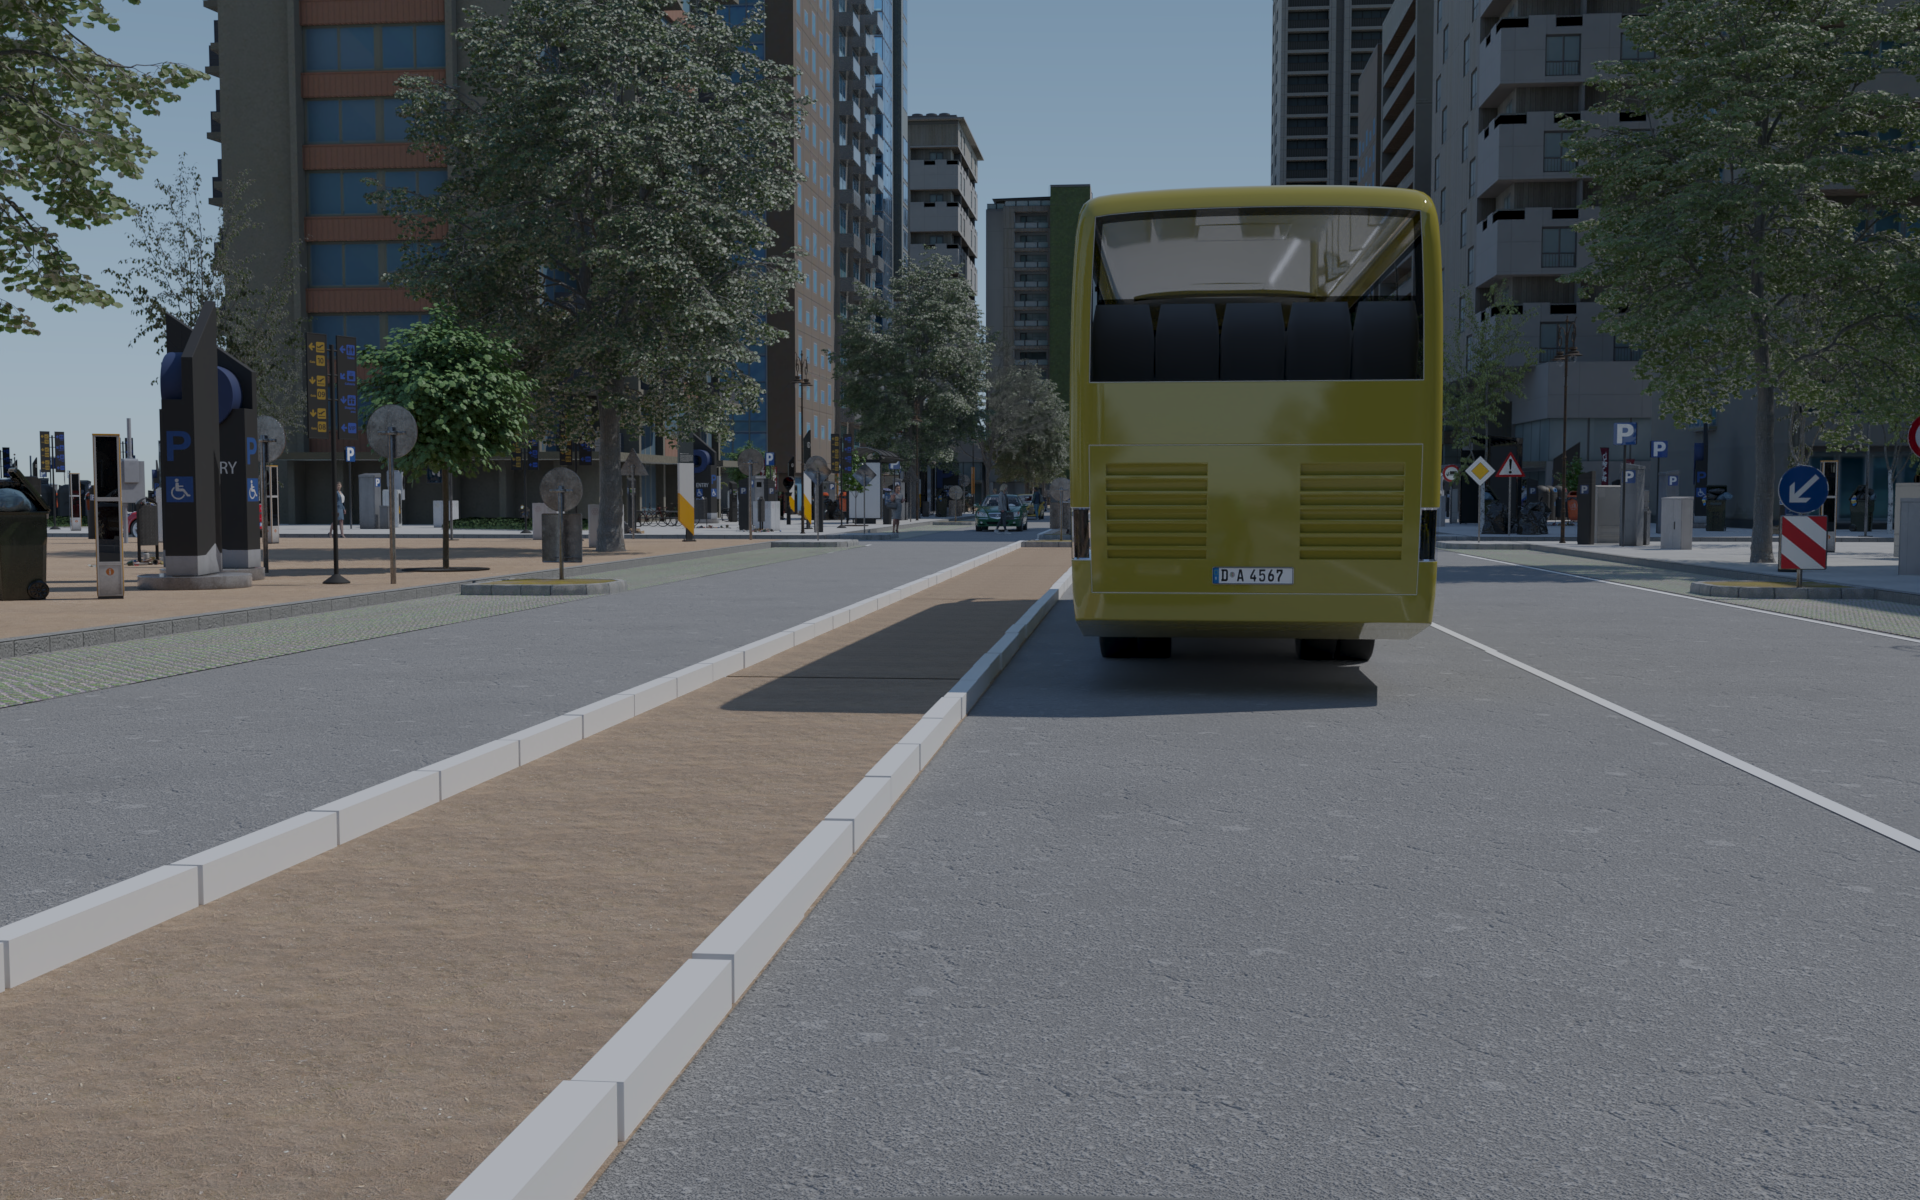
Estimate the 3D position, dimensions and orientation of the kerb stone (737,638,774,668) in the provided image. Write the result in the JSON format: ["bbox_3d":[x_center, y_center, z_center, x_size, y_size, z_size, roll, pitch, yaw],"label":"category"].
[{"bbox_3d":[-1.763,0.461,14.651,0.120,0.150,1.000,0,4,6],"label":"kerb stone"}]

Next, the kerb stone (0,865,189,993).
[{"bbox_3d":[-2.740,1.022,5.483,0.120,0.150,1.000,0,4,6],"label":"kerb stone"}]

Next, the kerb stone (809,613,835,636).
[{"bbox_3d":[-1.451,0.274,17.719,0.120,0.150,1.000,0,4,6],"label":"kerb stone"}]

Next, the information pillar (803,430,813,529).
[{"bbox_3d":[-5.570,-4.381,62.985,0.183,3.616,0.504,2,4,28],"label":"information pillar"}]

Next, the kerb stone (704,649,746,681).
[{"bbox_3d":[-1.879,0.524,13.632,0.120,0.150,1.000,0,4,6],"label":"kerb stone"}]

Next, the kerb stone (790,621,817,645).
[{"bbox_3d":[-1.556,0.340,16.699,0.120,0.150,1.000,0,4,6],"label":"kerb stone"}]

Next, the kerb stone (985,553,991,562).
[{"bbox_3d":[0.485,-0.848,36.068,0.120,0.150,1.000,0,4,6],"label":"kerb stone"}]

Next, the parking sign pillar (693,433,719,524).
[{"bbox_3d":[-11.255,-5.332,75.652,1.447,3.967,1.447,2,4,31],"label":"parking sign pillar"}]

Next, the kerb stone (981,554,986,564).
[{"bbox_3d":[0.380,-0.786,35.052,0.120,0.150,1.000,0,4,6],"label":"kerb stone"}]

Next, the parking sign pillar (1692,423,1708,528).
[{"bbox_3d":[27.951,-4.701,65.330,1.447,3.967,1.447,1,4,21],"label":"parking sign pillar"}]

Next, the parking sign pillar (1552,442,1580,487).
[{"bbox_3d":[31.241,-6.169,89.334,1.447,3.967,1.447,1,4,11],"label":"parking sign pillar"}]

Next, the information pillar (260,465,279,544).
[{"bbox_3d":[-17.786,-2.455,44.638,0.304,2.012,0.304,1,4,15],"label":"information pillar"}]

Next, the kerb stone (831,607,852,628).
[{"bbox_3d":[-1.340,0.212,18.736,0.120,0.150,1.000,0,4,6],"label":"kerb stone"}]

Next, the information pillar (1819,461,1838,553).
[{"bbox_3d":[19.090,-2.055,38.090,0.304,2.012,0.304,1,4,17],"label":"information pillar"}]

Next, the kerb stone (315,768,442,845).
[{"bbox_3d":[-2.522,0.897,7.523,0.120,0.150,1.000,0,4,6],"label":"kerb stone"}]

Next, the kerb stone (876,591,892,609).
[{"bbox_3d":[-1.016,0.025,21.788,0.120,0.150,1.000,0,4,6],"label":"kerb stone"}]

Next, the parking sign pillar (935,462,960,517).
[{"bbox_3d":[-0.718,-6.751,98.850,1.447,3.967,1.447,0,4,5],"label":"parking sign pillar"}]

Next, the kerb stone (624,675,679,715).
[{"bbox_3d":[-2.090,0.648,11.593,0.120,0.150,1.000,0,4,6],"label":"kerb stone"}]

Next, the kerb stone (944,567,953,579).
[{"bbox_3d":[-0.269,-0.411,28.926,0.120,0.150,1.000,0,4,6],"label":"kerb stone"}]

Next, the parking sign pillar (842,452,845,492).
[{"bbox_3d":[-6.891,-7.456,110.385,1.447,3.967,1.447,-3,4,-38],"label":"parking sign pillar"}]

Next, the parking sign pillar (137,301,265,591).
[{"bbox_3d":[-10.481,-2.150,23.619,1.447,3.967,1.447,-1,4,-9],"label":"parking sign pillar"}]

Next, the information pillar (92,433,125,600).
[{"bbox_3d":[-10.410,-1.021,21.178,0.304,2.012,0.304,-2,4,-25],"label":"information pillar"}]

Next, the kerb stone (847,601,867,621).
[{"bbox_3d":[-1.228,0.149,19.751,0.120,0.150,1.000,0,4,6],"label":"kerb stone"}]

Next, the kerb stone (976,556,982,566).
[{"bbox_3d":[0.273,-0.724,34.034,0.120,0.150,1.000,0,4,6],"label":"kerb stone"}]

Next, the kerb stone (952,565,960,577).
[{"bbox_3d":[-0.154,-0.474,29.941,0.120,0.150,1.000,0,4,6],"label":"kerb stone"}]

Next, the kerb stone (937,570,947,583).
[{"bbox_3d":[-0.369,-0.344,27.905,0.120,0.150,1.000,0,4,6],"label":"kerb stone"}]

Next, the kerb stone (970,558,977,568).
[{"bbox_3d":[0.160,-0.662,33.013,0.120,0.150,1.000,0,4,6],"label":"kerb stone"}]

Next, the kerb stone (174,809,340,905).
[{"bbox_3d":[-2.627,0.960,6.498,0.120,0.150,1.000,0,4,6],"label":"kerb stone"}]

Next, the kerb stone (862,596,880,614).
[{"bbox_3d":[-1.127,0.087,20.769,0.120,0.150,1.000,0,4,6],"label":"kerb stone"}]

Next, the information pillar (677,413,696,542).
[{"bbox_3d":[-7.354,-3.373,46.500,0.183,3.616,0.504,3,5,45],"label":"information pillar"}]

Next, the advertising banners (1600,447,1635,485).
[{"bbox_3d":[24.702,-4.219,65.164,2.074,3.025,0.090,-2,4,-33],"label":"advertising banners"}]

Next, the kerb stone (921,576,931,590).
[{"bbox_3d":[-0.592,-0.221,25.869,0.120,0.150,1.000,0,4,6],"label":"kerb stone"}]

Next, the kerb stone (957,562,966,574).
[{"bbox_3d":[-0.048,-0.534,30.967,0.120,0.150,1.000,0,4,6],"label":"kerb stone"}]

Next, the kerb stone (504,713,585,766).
[{"bbox_3d":[-2.306,0.776,9.561,0.120,0.150,1.000,0,4,6],"label":"kerb stone"}]

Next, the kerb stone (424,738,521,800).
[{"bbox_3d":[-2.415,0.837,8.545,0.120,0.150,1.000,0,4,6],"label":"kerb stone"}]

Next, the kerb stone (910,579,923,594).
[{"bbox_3d":[-0.696,-0.162,24.852,0.120,0.150,1.000,0,4,6],"label":"kerb stone"}]

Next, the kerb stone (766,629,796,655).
[{"bbox_3d":[-1.664,0.404,15.671,0.120,0.150,1.000,0,4,6],"label":"kerb stone"}]

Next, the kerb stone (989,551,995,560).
[{"bbox_3d":[0.597,-0.911,37.091,0.120,0.150,1.000,0,4,6],"label":"kerb stone"}]

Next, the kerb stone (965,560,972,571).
[{"bbox_3d":[0.057,-0.599,31.996,0.120,0.150,1.000,0,4,6],"label":"kerb stone"}]

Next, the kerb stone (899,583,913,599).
[{"bbox_3d":[-0.803,-0.100,23.836,0.120,0.150,1.000,0,4,6],"label":"kerb stone"}]

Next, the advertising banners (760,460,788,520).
[{"bbox_3d":[-9.386,-5.520,86.435,0.090,3.025,2.074,-3,5,-43],"label":"advertising banners"}]

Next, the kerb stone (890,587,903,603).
[{"bbox_3d":[-0.910,-0.033,22.814,0.120,0.150,1.000,0,4,6],"label":"kerb stone"}]

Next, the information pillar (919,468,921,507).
[{"bbox_3d":[-2.420,-6.453,96.862,0.504,3.616,0.183,2,4,35],"label":"information pillar"}]

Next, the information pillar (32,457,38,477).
[{"bbox_3d":[-58.539,-7.237,109.678,0.183,3.616,0.504,0,4,1],"label":"information pillar"}]

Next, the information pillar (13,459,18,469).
[{"bbox_3d":[-63.847,-7.688,117.057,0.183,3.616,0.504,1,4,14],"label":"information pillar"}]

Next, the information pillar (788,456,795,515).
[{"bbox_3d":[-10.437,-7.082,107.139,0.183,3.616,0.504,3,4,38],"label":"information pillar"}]

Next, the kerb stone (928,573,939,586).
[{"bbox_3d":[-0.483,-0.287,26.887,0.120,0.150,1.000,0,4,6],"label":"kerb stone"}]

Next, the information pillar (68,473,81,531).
[{"bbox_3d":[-30.873,-3.420,60.417,0.304,2.012,0.304,-3,4,-38],"label":"information pillar"}]

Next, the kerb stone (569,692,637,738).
[{"bbox_3d":[-2.195,0.711,10.577,0.120,0.150,1.000,0,4,6],"label":"kerb stone"}]

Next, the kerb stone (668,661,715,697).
[{"bbox_3d":[-1.982,0.587,12.611,0.120,0.150,1.000,0,4,6],"label":"kerb stone"}]
